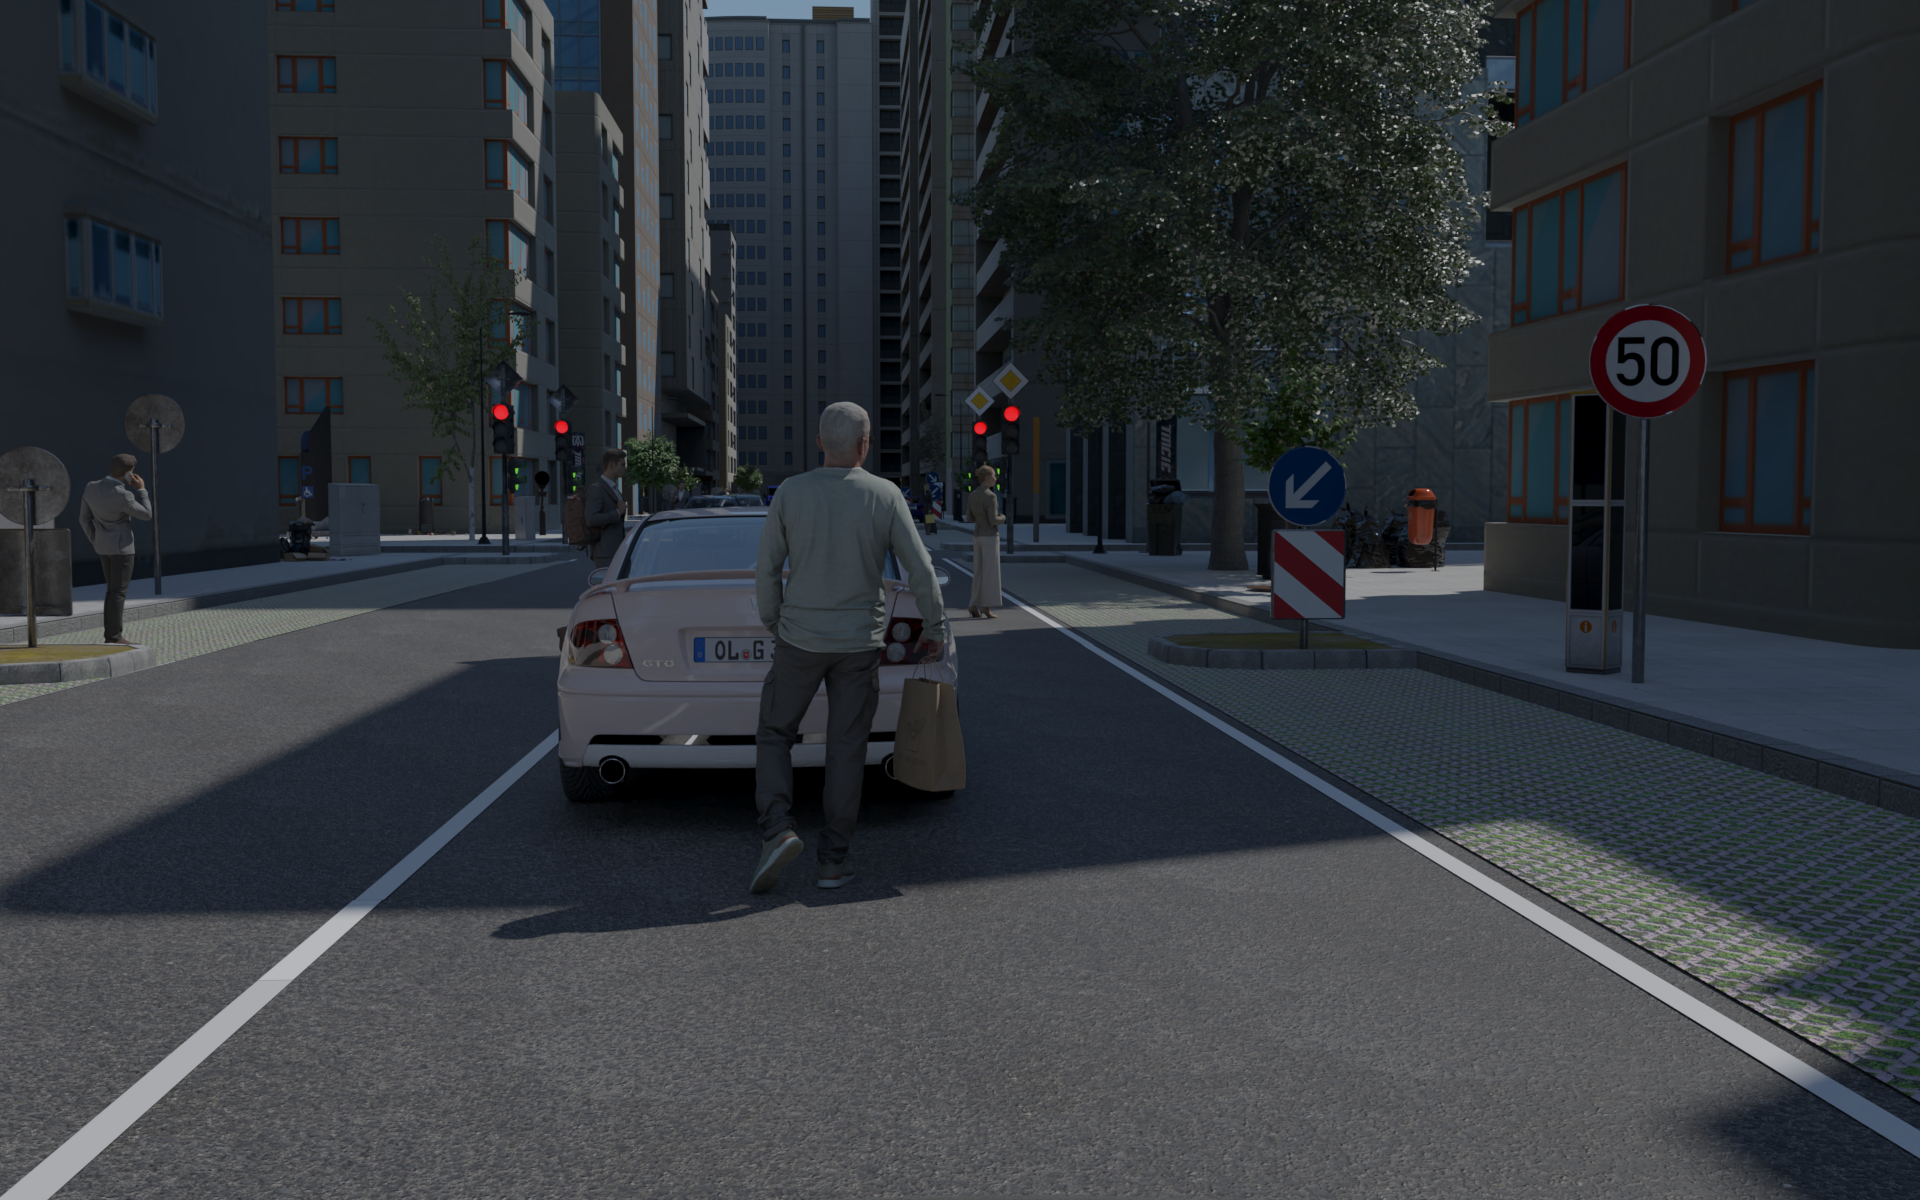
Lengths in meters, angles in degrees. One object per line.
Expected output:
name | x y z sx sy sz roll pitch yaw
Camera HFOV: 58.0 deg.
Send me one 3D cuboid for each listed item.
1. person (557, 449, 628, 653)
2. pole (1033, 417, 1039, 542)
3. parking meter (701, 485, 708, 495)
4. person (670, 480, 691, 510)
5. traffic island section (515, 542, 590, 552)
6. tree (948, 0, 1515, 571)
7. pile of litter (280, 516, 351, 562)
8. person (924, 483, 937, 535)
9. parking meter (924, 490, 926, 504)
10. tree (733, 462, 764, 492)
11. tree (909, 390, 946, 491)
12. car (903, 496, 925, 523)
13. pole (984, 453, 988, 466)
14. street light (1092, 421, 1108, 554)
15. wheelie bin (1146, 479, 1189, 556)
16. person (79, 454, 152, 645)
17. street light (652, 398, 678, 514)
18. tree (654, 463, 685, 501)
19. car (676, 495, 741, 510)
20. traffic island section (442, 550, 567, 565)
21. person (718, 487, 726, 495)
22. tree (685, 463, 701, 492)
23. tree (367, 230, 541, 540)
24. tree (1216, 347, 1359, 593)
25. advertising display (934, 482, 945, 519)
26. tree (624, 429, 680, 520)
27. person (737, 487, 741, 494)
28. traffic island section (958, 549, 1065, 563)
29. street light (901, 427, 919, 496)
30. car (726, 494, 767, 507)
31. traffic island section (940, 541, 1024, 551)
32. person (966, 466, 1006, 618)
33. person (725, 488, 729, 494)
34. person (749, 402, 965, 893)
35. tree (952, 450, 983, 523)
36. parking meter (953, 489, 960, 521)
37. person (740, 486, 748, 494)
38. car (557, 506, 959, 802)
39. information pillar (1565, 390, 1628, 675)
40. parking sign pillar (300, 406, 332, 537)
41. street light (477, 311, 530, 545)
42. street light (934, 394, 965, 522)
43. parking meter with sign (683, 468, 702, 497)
person | -3.149 -0.422 15.369 0.822 1.834 0.622 0 4 -6
pole | 2.027 -3.190 45.993 0.158 3.312 0.155 0 3 0
parking meter | -16.983 -6.693 115.135 0.399 1.863 0.255 2 4 24
person | -8.198 -2.595 50.891 0.622 1.834 0.822 -1 4 -14
traffic island section | -10.138 -1.352 44.381 2.009 0.180 2.903 0 4 -4
tree | 4.443 -7.477 28.897 9.857 13.997 8.962 0 3 0
pile of litter | -12.601 -1.177 33.207 1.719 0.858 1.176 0 4 -7
person | -1.041 -3.181 60.719 0.699 1.804 1.509 1 4 14
parking meter | -1.982 -5.833 101.080 0.255 1.863 0.399 0 4 1
tree | -21.788 -11.880 177.949 4.285 4.588 4.351 0 3 0
tree | -1.863 -10.592 123.545 4.360 8.622 3.978 0 3 0
car | -2.583 -4.499 86.146 1.945 1.354 3.894 0 4 -4
pole | 1.292 -5.621 85.742 0.158 3.312 0.155 0 3 0
street light | 2.477 -3.951 37.143 1.470 5.913 1.316 0 4 -4
wheelie bin | 4.295 -1.727 36.143 0.980 1.594 0.693 2 4 24
person | -7.850 -0.456 16.132 0.592 1.802 0.473 3 4 36
street light | -14.305 -6.799 83.709 1.470 5.913 1.316 0 4 -4
tree | -16.516 -6.261 96.964 1.663 3.219 1.824 0 3 0
car | -6.812 -2.190 47.804 2.014 1.417 4.499 0 4 -4
traffic island section | -9.568 -0.865 36.416 2.009 0.180 2.903 0 4 -4
person | -12.704 -5.278 95.017 1.509 1.804 0.699 2 4 29
tree | -17.071 -6.876 107.024 1.663 3.219 1.824 0 3 0
tree | -13.757 -5.956 47.738 4.737 8.622 4.395 0 3 0
tree | 4.439 -1.723 22.767 1.663 3.219 1.824 0 3 0
advertising display | -1.061 -5.176 89.840 0.123 1.923 0.974 -2 4 -30
tree | -15.562 -6.318 87.021 4.285 4.588 4.351 0 3 0
person | -11.612 -5.099 92.044 0.590 1.801 0.661 0 4 6
traffic island section | 1.097 -0.911 37.172 2.009 0.180 2.903 0 4 -4
street light | -3.400 -8.999 119.669 1.470 5.913 1.316 0 4 -4
car | -6.846 -2.604 54.367 2.131 1.459 4.920 0 4 -6
traffic island section | 0.527 -1.398 45.137 2.009 0.180 2.903 0 4 -4
person | 0.327 -0.669 19.983 0.362 1.759 0.519 -3 4 -36
person | -14.364 -6.020 107.146 0.641 1.798 0.478 0 4 -6
person | -0.374 0.163 6.326 0.782 1.767 0.515 0 4 -4
tree | 0.348 -5.030 76.834 1.663 3.219 1.824 0 3 0
parking meter | -0.149 -4.591 83.474 0.372 1.533 0.369 0 3 0
person | -9.606 -4.167 76.972 0.623 1.781 0.721 0 3 0
car | -1.049 0.175 9.504 2.083 1.381 4.827 0 4 -5
information pillar | 4.561 -0.484 12.411 0.304 2.012 0.304 3 5 44
parking sign pillar | -19.536 -3.920 52.562 1.447 3.967 1.447 0 4 3
street light | -11.598 -4.373 44.033 1.470 5.913 1.316 0 4 -4
street light | -0.496 -6.586 80.217 1.470 5.913 1.316 0 4 -4
parking meter with sign | -17.866 -7.426 117.681 1.738 3.016 0.543 0 4 1
